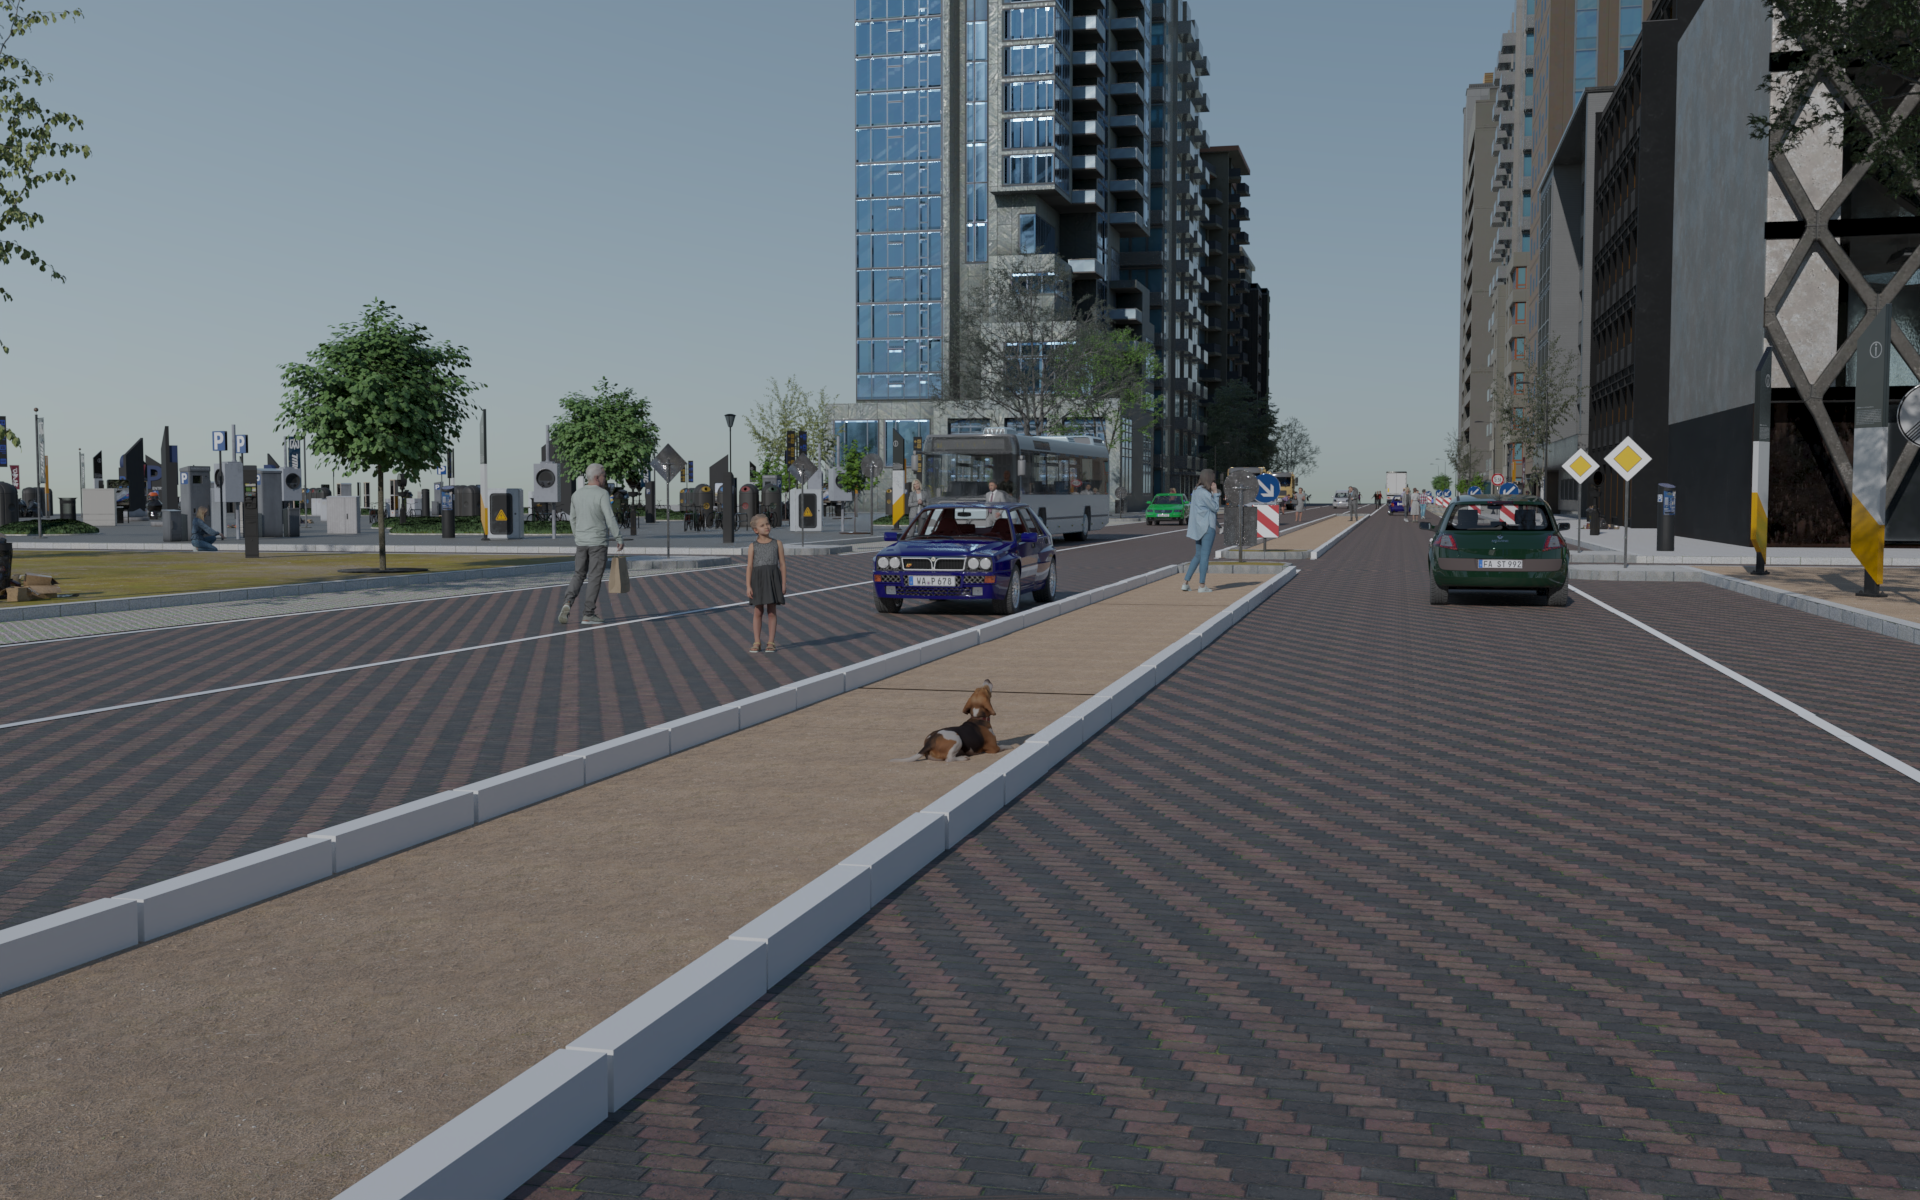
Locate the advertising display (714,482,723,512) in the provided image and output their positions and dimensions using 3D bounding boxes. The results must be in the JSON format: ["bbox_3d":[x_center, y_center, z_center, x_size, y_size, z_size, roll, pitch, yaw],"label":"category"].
[{"bbox_3d":[-13.150,-5.554,96.025,0.974,1.923,0.123,1,4,20],"label":"advertising display"}]

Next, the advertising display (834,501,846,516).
[{"bbox_3d":[-6.984,-5.763,99.446,0.974,1.923,0.123,-3,4,-38],"label":"advertising display"}]

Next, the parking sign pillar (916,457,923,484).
[{"bbox_3d":[-1.762,-6.548,95.532,1.447,3.967,1.447,0,4,-6],"label":"parking sign pillar"}]

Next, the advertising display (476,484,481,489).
[{"bbox_3d":[-32.291,-6.824,116.790,0.123,1.923,0.974,2,4,24],"label":"advertising display"}]

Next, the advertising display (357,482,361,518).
[{"bbox_3d":[-32.617,-5.433,94.037,0.123,1.923,0.974,-1,4,-14],"label":"advertising display"}]

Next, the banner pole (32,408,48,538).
[{"bbox_3d":[-26.547,-3.670,50.018,0.863,3.779,0.401,3,5,45],"label":"banner pole"}]

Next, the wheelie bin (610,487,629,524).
[{"bbox_3d":[-14.715,-4.099,74.928,0.693,1.594,0.980,2,4,28],"label":"wheelie bin"}]

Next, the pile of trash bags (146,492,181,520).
[{"bbox_3d":[-40.163,-4.755,87.494,3.447,1.369,1.912,3,5,42],"label":"pile of trash bags"}]

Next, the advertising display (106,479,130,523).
[{"bbox_3d":[-36.780,-4.311,75.701,0.123,1.923,0.974,2,4,34],"label":"advertising display"}]

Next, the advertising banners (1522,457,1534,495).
[{"bbox_3d":[26.551,-5.189,81.034,0.090,3.025,2.074,0,4,5],"label":"advertising banners"}]

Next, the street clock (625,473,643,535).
[{"bbox_3d":[-10.189,-3.023,53.992,0.471,2.002,0.358,-1,4,-8],"label":"street clock"}]

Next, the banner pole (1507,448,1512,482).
[{"bbox_3d":[29.875,-6.378,94.291,0.401,3.779,0.863,2,4,33],"label":"banner pole"}]

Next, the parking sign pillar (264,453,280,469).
[{"bbox_3d":[-45.352,-7.691,114.216,1.447,3.967,1.447,3,4,38],"label":"parking sign pillar"}]

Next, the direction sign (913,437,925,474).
[{"bbox_3d":[-1.405,-4.666,68.290,0.876,3.537,0.379,1,4,8],"label":"direction sign"}]

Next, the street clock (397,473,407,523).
[{"bbox_3d":[-19.533,-3.432,60.688,0.358,2.002,0.471,-2,4,-34],"label":"street clock"}]

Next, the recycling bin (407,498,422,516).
[{"bbox_3d":[-32.037,-5.464,101.882,0.722,1.027,0.722,3,4,36],"label":"recycling bin"}]

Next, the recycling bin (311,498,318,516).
[{"bbox_3d":[-37.081,-5.374,100.413,0.722,1.027,0.722,1,4,16],"label":"recycling bin"}]

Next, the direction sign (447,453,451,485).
[{"bbox_3d":[-25.265,-5.732,85.722,0.379,3.537,0.876,0,4,-5],"label":"direction sign"}]

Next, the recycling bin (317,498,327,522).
[{"bbox_3d":[-29.523,-4.197,81.178,0.722,1.027,0.722,0,4,-7],"label":"recycling bin"}]

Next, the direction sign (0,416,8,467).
[{"bbox_3d":[-28.018,-3.551,50.059,0.876,3.537,0.379,-2,4,-30],"label":"direction sign"}]

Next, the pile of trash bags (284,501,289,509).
[{"bbox_3d":[-36.731,-5.110,93.308,3.447,1.369,1.912,2,4,31],"label":"pile of trash bags"}]

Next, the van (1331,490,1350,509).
[{"bbox_3d":[37.545,-9.978,170.158,2.013,2.044,4.112,1,4,15],"label":"van"}]

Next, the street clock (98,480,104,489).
[{"bbox_3d":[-45.084,-5.285,90.982,0.358,2.002,0.471,-1,4,-20],"label":"street clock"}]

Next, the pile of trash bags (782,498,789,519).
[{"bbox_3d":[-8.678,-4.789,88.055,1.912,1.369,3.447,1,4,22],"label":"pile of trash bags"}]

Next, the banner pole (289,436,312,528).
[{"bbox_3d":[-25.124,-4.639,65.870,0.863,3.779,0.401,0,4,5],"label":"banner pole"}]

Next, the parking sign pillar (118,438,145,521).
[{"bbox_3d":[-39.293,-5.729,82.147,1.447,3.967,1.447,1,4,11],"label":"parking sign pillar"}]

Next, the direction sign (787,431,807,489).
[{"bbox_3d":[-5.846,-4.292,62.175,0.876,3.537,0.379,-3,5,-42],"label":"direction sign"}]

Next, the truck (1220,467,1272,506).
[{"bbox_3d":[21.229,-8.032,127.254,3.469,3.379,9.791,1,4,14],"label":"truck"}]

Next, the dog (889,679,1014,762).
[{"bbox_3d":[-0.052,0.657,9.457,0.748,0.427,0.550,0,4,-6],"label":"dog"}]

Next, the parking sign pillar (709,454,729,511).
[{"bbox_3d":[-16.265,-7.865,117.061,1.447,3.967,1.447,0,4,4],"label":"parking sign pillar"}]

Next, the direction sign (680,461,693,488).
[{"bbox_3d":[-18.443,-7.645,116.992,0.876,3.537,0.379,-1,4,-18],"label":"direction sign"}]

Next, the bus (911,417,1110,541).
[{"bbox_3d":[1.773,-3.361,49.813,2.948,3.499,13.247,1,4,16],"label":"bus"}]

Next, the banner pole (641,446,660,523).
[{"bbox_3d":[-13.967,-5.375,77.893,0.863,3.779,0.401,-1,4,-14],"label":"banner pole"}]

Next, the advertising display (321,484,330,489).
[{"bbox_3d":[-41.475,-6.606,113.228,0.123,1.923,0.974,0,4,7],"label":"advertising display"}]

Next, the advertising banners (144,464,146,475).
[{"bbox_3d":[-49.018,-6.474,102.042,2.074,3.025,0.090,0,4,-5],"label":"advertising banners"}]

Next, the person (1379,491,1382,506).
[{"bbox_3d":[49.926,-12.085,206.019,0.705,1.831,1.348,-1,4,-15],"label":"person"}]

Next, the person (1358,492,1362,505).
[{"bbox_3d":[54.220,-13.831,235.319,0.721,1.739,1.217,-2,4,-35],"label":"person"}]

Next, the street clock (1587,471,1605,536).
[{"bbox_3d":[20.109,-3.069,54.745,0.471,2.002,0.358,-1,4,-20],"label":"street clock"}]

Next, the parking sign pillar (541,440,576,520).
[{"bbox_3d":[-15.631,-4.833,67.498,1.447,3.967,1.447,1,4,17],"label":"parking sign pillar"}]

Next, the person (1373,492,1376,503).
[{"bbox_3d":[63.721,-15.711,265.396,0.705,1.821,1.348,-2,4,-28],"label":"person"}]

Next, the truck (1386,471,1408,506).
[{"bbox_3d":[55.223,-14.075,219.046,2.839,4.237,11.283,1,4,15],"label":"truck"}]

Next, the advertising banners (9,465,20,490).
[{"bbox_3d":[-56.061,-6.617,104.368,2.074,3.025,0.090,-2,4,-26],"label":"advertising banners"}]

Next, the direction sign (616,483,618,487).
[{"bbox_3d":[-17.966,-6.036,90.690,0.876,3.537,0.379,3,4,36],"label":"direction sign"}]

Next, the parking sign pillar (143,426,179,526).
[{"bbox_3d":[-31.544,-4.932,69.103,1.447,3.967,1.447,-2,4,-32],"label":"parking sign pillar"}]

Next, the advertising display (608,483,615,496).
[{"bbox_3d":[-20.198,-5.776,99.658,0.123,1.923,0.974,2,4,27],"label":"advertising display"}]

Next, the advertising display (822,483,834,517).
[{"bbox_3d":[-7.781,-5.699,98.386,0.974,1.923,0.123,-2,4,-32],"label":"advertising display"}]

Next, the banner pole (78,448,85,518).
[{"bbox_3d":[-47.672,-6.365,94.077,0.863,3.779,0.401,3,5,44],"label":"banner pole"}]

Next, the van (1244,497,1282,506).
[{"bbox_3d":[13.877,-4.464,80.004,2.013,2.044,4.112,1,4,12],"label":"van"}]

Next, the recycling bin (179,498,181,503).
[{"bbox_3d":[-51.336,-6.243,114.628,0.722,1.027,0.722,2,4,29],"label":"recycling bin"}]

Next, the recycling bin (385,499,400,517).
[{"bbox_3d":[-31.617,-5.135,96.516,0.722,1.027,0.722,-2,4,-26],"label":"recycling bin"}]

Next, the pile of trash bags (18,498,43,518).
[{"bbox_3d":[-51.576,-5.123,93.520,1.912,1.369,3.447,2,4,30],"label":"pile of trash bags"}]

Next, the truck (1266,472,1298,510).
[{"bbox_3d":[28.740,-9.783,155.868,3.469,3.379,9.791,1,4,12],"label":"truck"}]

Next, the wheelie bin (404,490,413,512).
[{"bbox_3d":[-40.055,-7.194,125.524,0.693,1.594,0.980,1,4,9],"label":"wheelie bin"}]
